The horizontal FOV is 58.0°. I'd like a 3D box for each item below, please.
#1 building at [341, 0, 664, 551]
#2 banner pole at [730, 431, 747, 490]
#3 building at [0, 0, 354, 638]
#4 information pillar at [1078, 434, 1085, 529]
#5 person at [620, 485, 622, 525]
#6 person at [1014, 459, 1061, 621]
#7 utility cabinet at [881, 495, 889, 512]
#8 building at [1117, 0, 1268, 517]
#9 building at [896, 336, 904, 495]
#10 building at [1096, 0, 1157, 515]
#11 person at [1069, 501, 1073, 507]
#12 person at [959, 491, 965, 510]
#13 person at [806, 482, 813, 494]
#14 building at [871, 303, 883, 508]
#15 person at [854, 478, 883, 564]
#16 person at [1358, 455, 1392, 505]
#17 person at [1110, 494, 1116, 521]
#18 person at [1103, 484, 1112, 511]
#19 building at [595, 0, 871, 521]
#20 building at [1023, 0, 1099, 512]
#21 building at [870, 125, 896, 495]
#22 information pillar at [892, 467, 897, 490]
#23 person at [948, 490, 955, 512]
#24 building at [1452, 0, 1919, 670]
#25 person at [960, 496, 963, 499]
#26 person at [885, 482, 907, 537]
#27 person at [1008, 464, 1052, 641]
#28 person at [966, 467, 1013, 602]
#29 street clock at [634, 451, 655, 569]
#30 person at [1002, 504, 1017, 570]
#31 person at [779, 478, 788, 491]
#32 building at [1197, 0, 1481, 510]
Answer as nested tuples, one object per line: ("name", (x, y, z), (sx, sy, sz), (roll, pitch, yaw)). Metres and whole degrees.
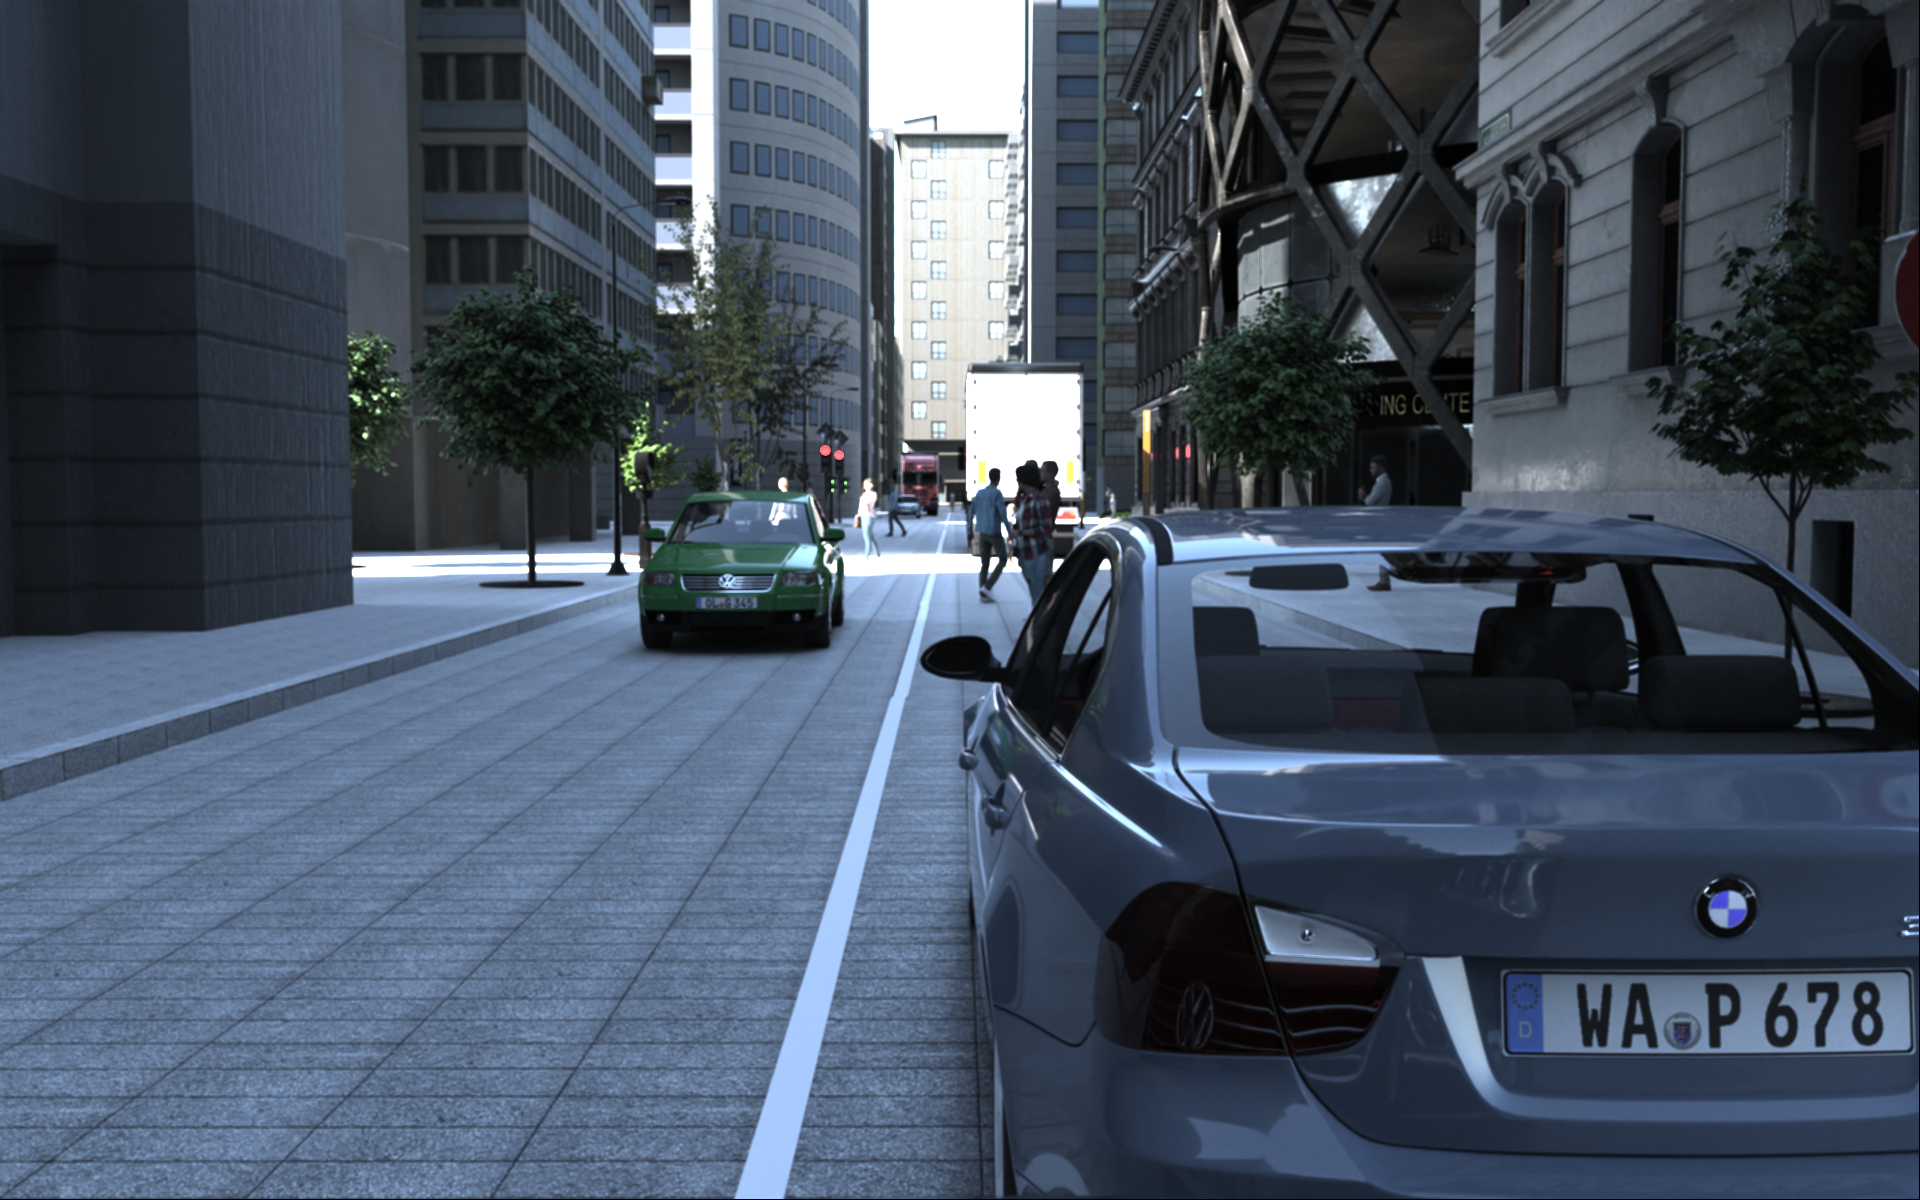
("building", (-21.126, -21.754, 47.564), (23.993, 40.220, 32.217), (0, 4, 0))
("banner pole", (-8.711, -4.806, 68.602), (0.863, 3.779, 0.401), (1, 4, 9))
("building", (-17.510, -28.280, 4.376), (21.231, 58.520, 28.212), (0, 4, 0))
("information pillar", (4.514, -4.427, 63.738), (0.183, 3.616, 0.504), (-1, 4, -9))
("person", (-13.851, -3.853, 71.381), (0.818, 1.842, 0.514), (-3, 4, -38))
("person", (0.895, -0.673, 19.473), (0.580, 1.828, 0.573), (2, 4, 24))
("utility cabinet", (-5.552, -7.131, 127.751), (0.306, 1.237, 1.020), (1, 4, 18))
("building", (11.257, -11.722, 56.284), (10.561, 19.102, 19.286), (0, 4, 0))
("building", (-21.731, -22.488, 212.724), (28.899, 21.520, 27.650), (0, 4, 0))
("building", (15.289, -25.805, 105.506), (14.154, 41.232, 14.086), (0, 4, 0))
("person", (7.394, -6.662, 114.876), (0.836, 1.842, 0.656), (3, 4, 38))
("person", (0.390, -9.161, 158.998), (1.217, 1.735, 0.721), (-2, 4, -32))
("person", (-6.768, -4.327, 76.975), (0.511, 1.800, 0.466), (3, 5, 39))
("building", (-21.850, -19.663, 166.522), (27.650, 21.520, 28.899), (0, 4, 0))
("person", (-1.846, -1.628, 35.711), (0.643, 1.750, 0.593), (-2, 4, -25))
("person", (5.538, -1.034, 23.123), (0.466, 1.800, 0.511), (0, 4, 0))
("person", (7.140, -4.284, 80.367), (0.394, 1.301, 0.425), (1, 4, 12))
("person", (8.321, -5.527, 96.437), (0.654, 1.822, 0.581), (-1, 4, -20))
("building", (-16.073, -33.781, 94.320), (21.231, 58.520, 28.212), (0, 4, 0))
("building", (15.425, -36.212, 134.073), (21.231, 58.520, 28.212), (0, 4, 0))
("building", (-14.198, -30.814, 187.395), (14.154, 41.232, 14.086), (0, 4, 0))
("information pillar", (-5.609, -9.679, 149.605), (0.504, 3.616, 0.183), (-2, 4, -35))
("person", (-0.672, -7.922, 138.589), (0.480, 1.755, 0.524), (1, 4, 22))
("building", (13.193, -13.743, 12.089), (14.401, 28.519, 23.554), (0, 4, 0))
("person", (0.629, -9.494, 163.731), (1.348, 1.823, 0.705), (-1, 4, -21))
("person", (-2.168, -3.053, 58.284), (0.748, 1.841, 0.638), (0, 4, 6))
("person", (0.747, -0.461, 16.879), (0.643, 1.720, 0.563), (-1, 4, -16))
("person", (0.382, -0.852, 22.769), (0.444, 1.785, 0.601), (-3, 5, -44))
("street clock", (-5.366, -1.524, 29.491), (0.358, 2.002, 0.471), (0, 4, 6))
("person", (0.935, -1.200, 32.804), (0.352, 1.250, 0.332), (3, 4, 38))
("person", (-3.855, -1.764, 37.687), (0.694, 1.780, 0.624), (-1, 4, -11))
("building", (13.615, -10.449, 38.286), (16.820, 18.784, 16.811), (0, 4, 0))
